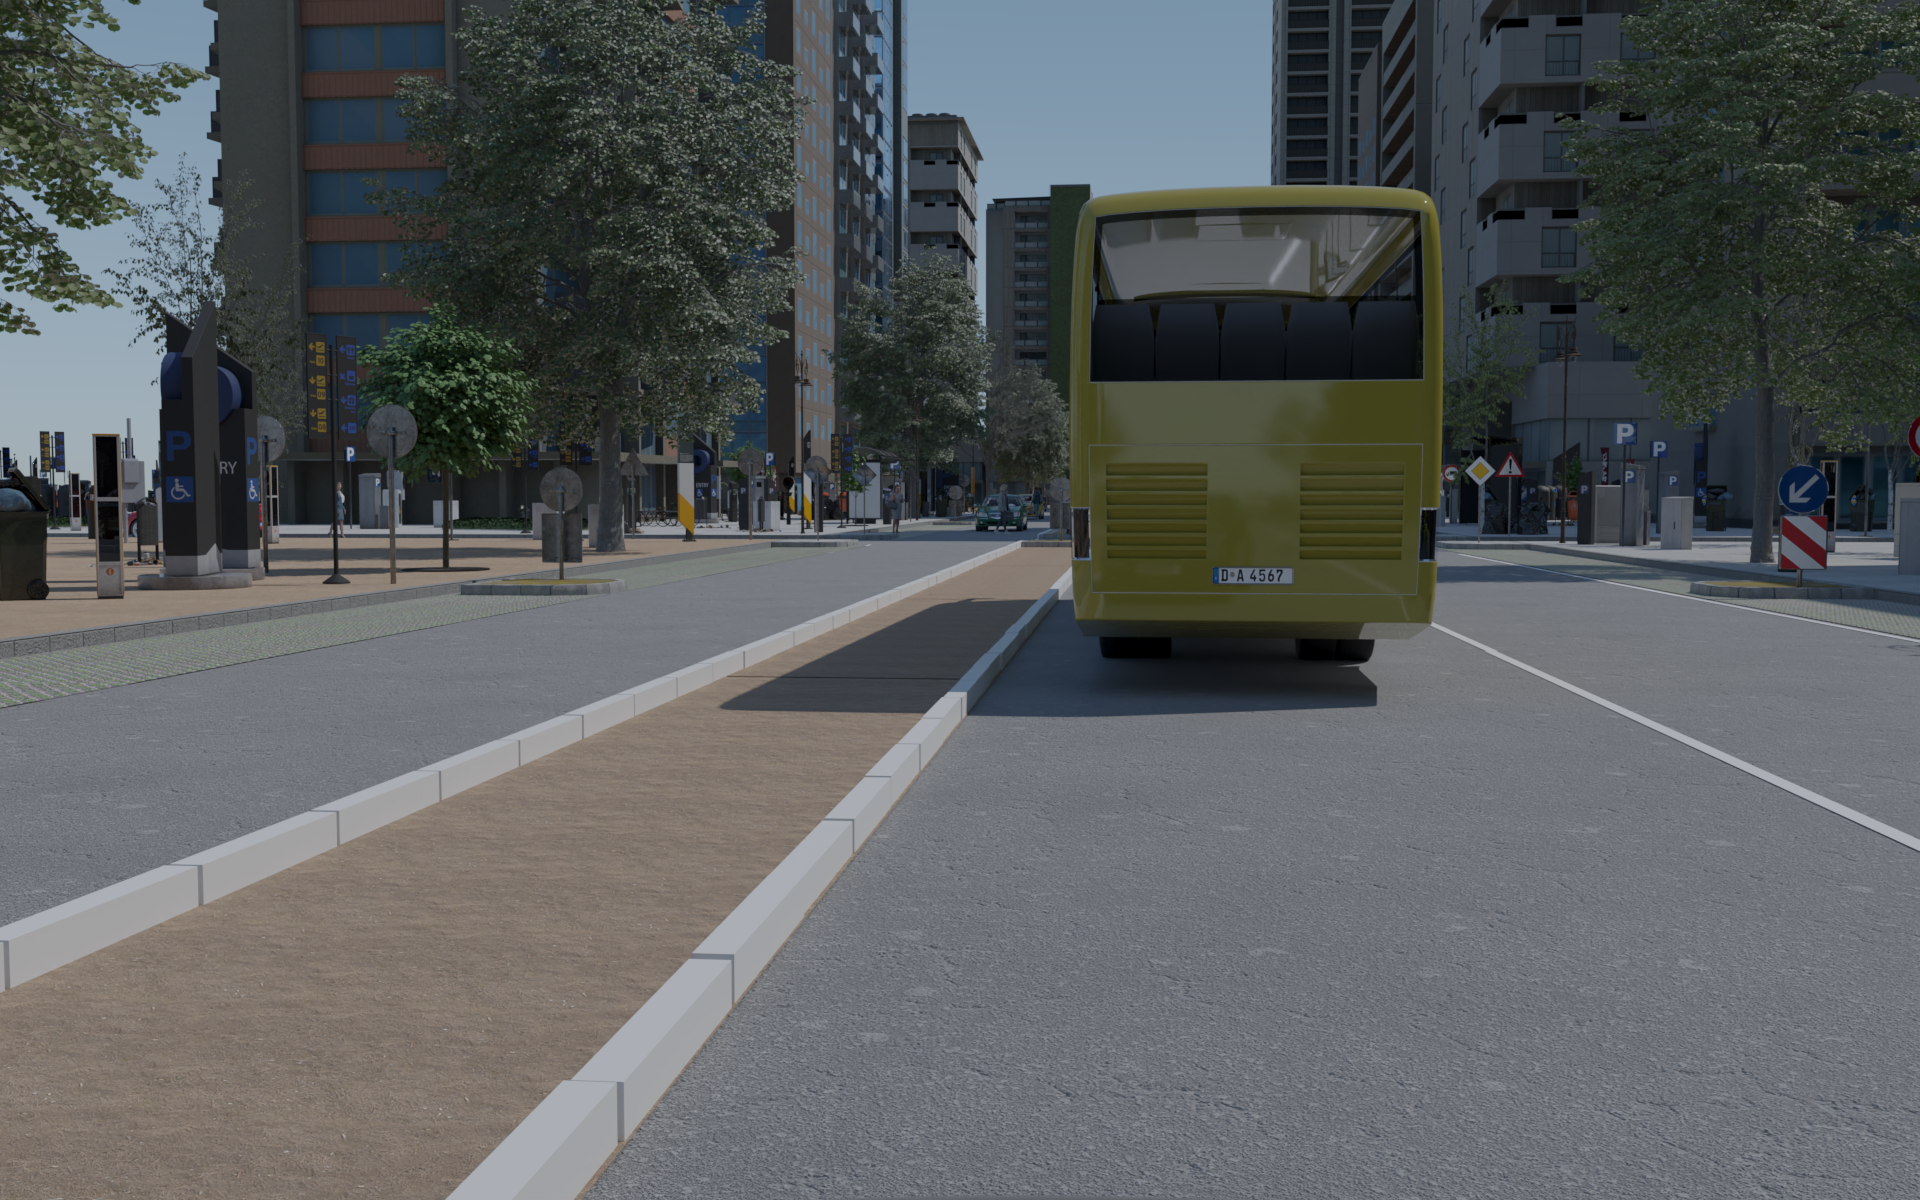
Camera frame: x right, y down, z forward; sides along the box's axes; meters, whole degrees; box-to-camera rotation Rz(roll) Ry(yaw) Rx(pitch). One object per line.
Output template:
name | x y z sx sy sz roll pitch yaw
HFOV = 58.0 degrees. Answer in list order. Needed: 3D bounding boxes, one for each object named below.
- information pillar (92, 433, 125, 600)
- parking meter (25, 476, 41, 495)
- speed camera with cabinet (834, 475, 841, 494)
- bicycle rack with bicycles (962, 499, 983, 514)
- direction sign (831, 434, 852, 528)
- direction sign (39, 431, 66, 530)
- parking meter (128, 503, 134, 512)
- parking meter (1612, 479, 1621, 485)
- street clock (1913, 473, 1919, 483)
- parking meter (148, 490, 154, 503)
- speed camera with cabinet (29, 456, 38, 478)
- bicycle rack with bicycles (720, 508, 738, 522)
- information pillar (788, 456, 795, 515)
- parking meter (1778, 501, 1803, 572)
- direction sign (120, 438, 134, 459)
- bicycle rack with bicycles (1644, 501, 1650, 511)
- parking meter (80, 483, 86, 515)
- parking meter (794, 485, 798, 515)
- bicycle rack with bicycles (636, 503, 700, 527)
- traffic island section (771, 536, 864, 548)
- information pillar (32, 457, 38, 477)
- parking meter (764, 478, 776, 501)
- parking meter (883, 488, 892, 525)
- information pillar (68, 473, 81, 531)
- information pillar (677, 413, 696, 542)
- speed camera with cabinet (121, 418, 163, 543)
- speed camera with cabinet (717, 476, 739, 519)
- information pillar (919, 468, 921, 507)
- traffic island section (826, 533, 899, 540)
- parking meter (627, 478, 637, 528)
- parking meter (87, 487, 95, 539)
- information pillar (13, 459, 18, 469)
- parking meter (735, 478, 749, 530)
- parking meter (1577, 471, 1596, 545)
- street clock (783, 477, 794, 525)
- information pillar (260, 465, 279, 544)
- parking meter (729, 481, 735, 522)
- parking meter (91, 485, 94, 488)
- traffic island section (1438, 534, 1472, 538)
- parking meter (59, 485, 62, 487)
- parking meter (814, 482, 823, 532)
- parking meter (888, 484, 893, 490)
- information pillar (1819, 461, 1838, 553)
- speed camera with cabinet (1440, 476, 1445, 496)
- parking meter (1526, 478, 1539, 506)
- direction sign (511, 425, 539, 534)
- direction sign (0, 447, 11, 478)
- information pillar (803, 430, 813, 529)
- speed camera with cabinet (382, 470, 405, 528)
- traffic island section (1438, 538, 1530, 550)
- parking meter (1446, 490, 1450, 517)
information pillar | -10.410 -1.021 21.178 0.304 2.012 0.304 -2 4 -25
parking meter | -13.475 -1.017 25.038 0.372 1.533 0.369 0 3 0
speed camera with cabinet | -8.415 -7.942 124.190 0.660 3.252 2.038 2 4 35
bicycle rack with bicycles | 0.392 -6.400 118.018 2.852 0.926 2.925 -2 4 -35
direction sign | -4.455 -4.470 65.088 0.876 3.537 0.379 -2 4 -32
direction sign | -32.714 -4.312 62.499 0.379 3.537 0.876 2 4 35
parking meter | -58.519 -6.960 122.203 0.372 1.533 0.369 0 3 0
parking meter | 26.305 -3.896 69.403 0.255 1.863 0.399 -1 4 -10
street clock | 32.103 -3.258 57.832 0.471 2.002 0.358 3 5 43
parking meter | -52.295 -6.335 111.983 0.372 1.533 0.369 0 3 0
speed camera with cabinet | -48.426 -5.782 88.864 2.038 3.252 0.660 0 4 2
bicycle rack with bicycles | -9.937 -4.147 81.190 2.925 0.926 2.852 -1 4 -16
information pillar | -10.437 -7.082 107.139 0.183 3.616 0.504 3 4 38
parking meter | 13.669 -1.227 28.474 0.372 1.533 0.369 0 3 0
direction sign | -33.619 -4.749 69.646 0.876 3.537 0.379 0 4 7
bicycle rack with bicycles | 35.920 -4.613 88.811 2.852 0.926 2.925 1 4 11
parking meter | -45.553 -5.140 89.752 0.255 1.863 0.399 1 4 18
parking meter | -10.261 -6.253 107.948 0.255 1.863 0.399 -1 4 -9
bicycle rack with bicycles | -11.770 -3.381 68.655 2.925 0.926 2.852 -1 4 -19
traffic island section | -3.922 -1.549 47.600 2.009 0.180 2.903 0 4 6
information pillar | -58.539 -7.237 109.678 0.183 3.616 0.504 0 4 1
parking meter | -7.116 -3.615 64.816 0.399 1.863 0.255 -3 5 -40
parking meter | -3.058 -3.936 72.766 0.372 1.533 0.369 0 3 0
information pillar | -30.873 -3.420 60.417 0.304 2.012 0.304 -3 4 -38
information pillar | -7.354 -3.373 46.500 0.183 3.616 0.504 3 5 45
speed camera with cabinet | -21.213 -3.143 45.727 2.038 3.252 0.660 -3 5 -40
speed camera with cabinet | -11.194 -5.443 83.329 2.038 3.252 0.660 0 4 -2
information pillar | -2.420 -6.453 96.862 0.504 3.616 0.183 2 4 35
traffic island section | -3.085 -2.034 55.542 2.009 0.180 2.903 0 4 6
parking meter | -11.632 -3.405 61.380 0.255 1.863 0.399 -2 4 -24
parking meter | -24.638 -2.502 49.315 0.372 1.533 0.369 0 3 0
information pillar | -63.847 -7.688 117.057 0.183 3.616 0.504 1 4 14
parking meter | -7.636 -3.397 61.258 0.399 1.863 0.255 1 4 11
parking meter | 15.841 -2.331 43.830 0.255 1.863 0.399 -3 5 -41
street clock | -7.155 -4.141 72.268 0.471 2.002 0.358 0 4 -4
information pillar | -17.786 -2.455 44.638 0.304 2.012 0.304 1 4 15
parking meter | -10.356 -4.490 79.119 0.255 1.863 0.399 -2 4 -34
parking meter | -55.942 -6.485 111.739 0.399 1.863 0.255 3 5 41
traffic island section | 14.558 -1.921 53.684 2.009 0.180 2.903 0 4 6
parking meter | -55.662 -6.222 107.438 0.399 1.863 0.255 -2 4 -33
parking meter | -4.744 -3.203 58.075 0.255 1.863 0.399 -1 4 -17
parking meter | -4.169 -6.069 104.935 0.399 1.863 0.255 3 5 45
information pillar | 19.090 -2.055 38.090 0.304 2.012 0.304 1 4 17
speed camera with cabinet | 22.199 -5.288 80.796 0.660 3.252 2.038 1 4 22
parking meter | 20.650 -3.473 62.491 0.399 1.863 0.255 1 4 12
direction sign | -14.146 -3.935 56.338 0.876 3.537 0.379 0 4 -2
direction sign | -46.132 -5.588 83.356 0.379 3.537 0.876 2 4 34
information pillar | -5.570 -4.381 62.985 0.183 3.616 0.504 2 4 28
speed camera with cabinet | -21.965 -4.457 67.200 0.660 3.252 2.038 -1 4 -10
traffic island section | 13.721 -1.435 45.742 2.009 0.180 2.903 0 4 6
parking meter | 27.127 -5.352 95.912 0.372 1.533 0.369 0 3 0
